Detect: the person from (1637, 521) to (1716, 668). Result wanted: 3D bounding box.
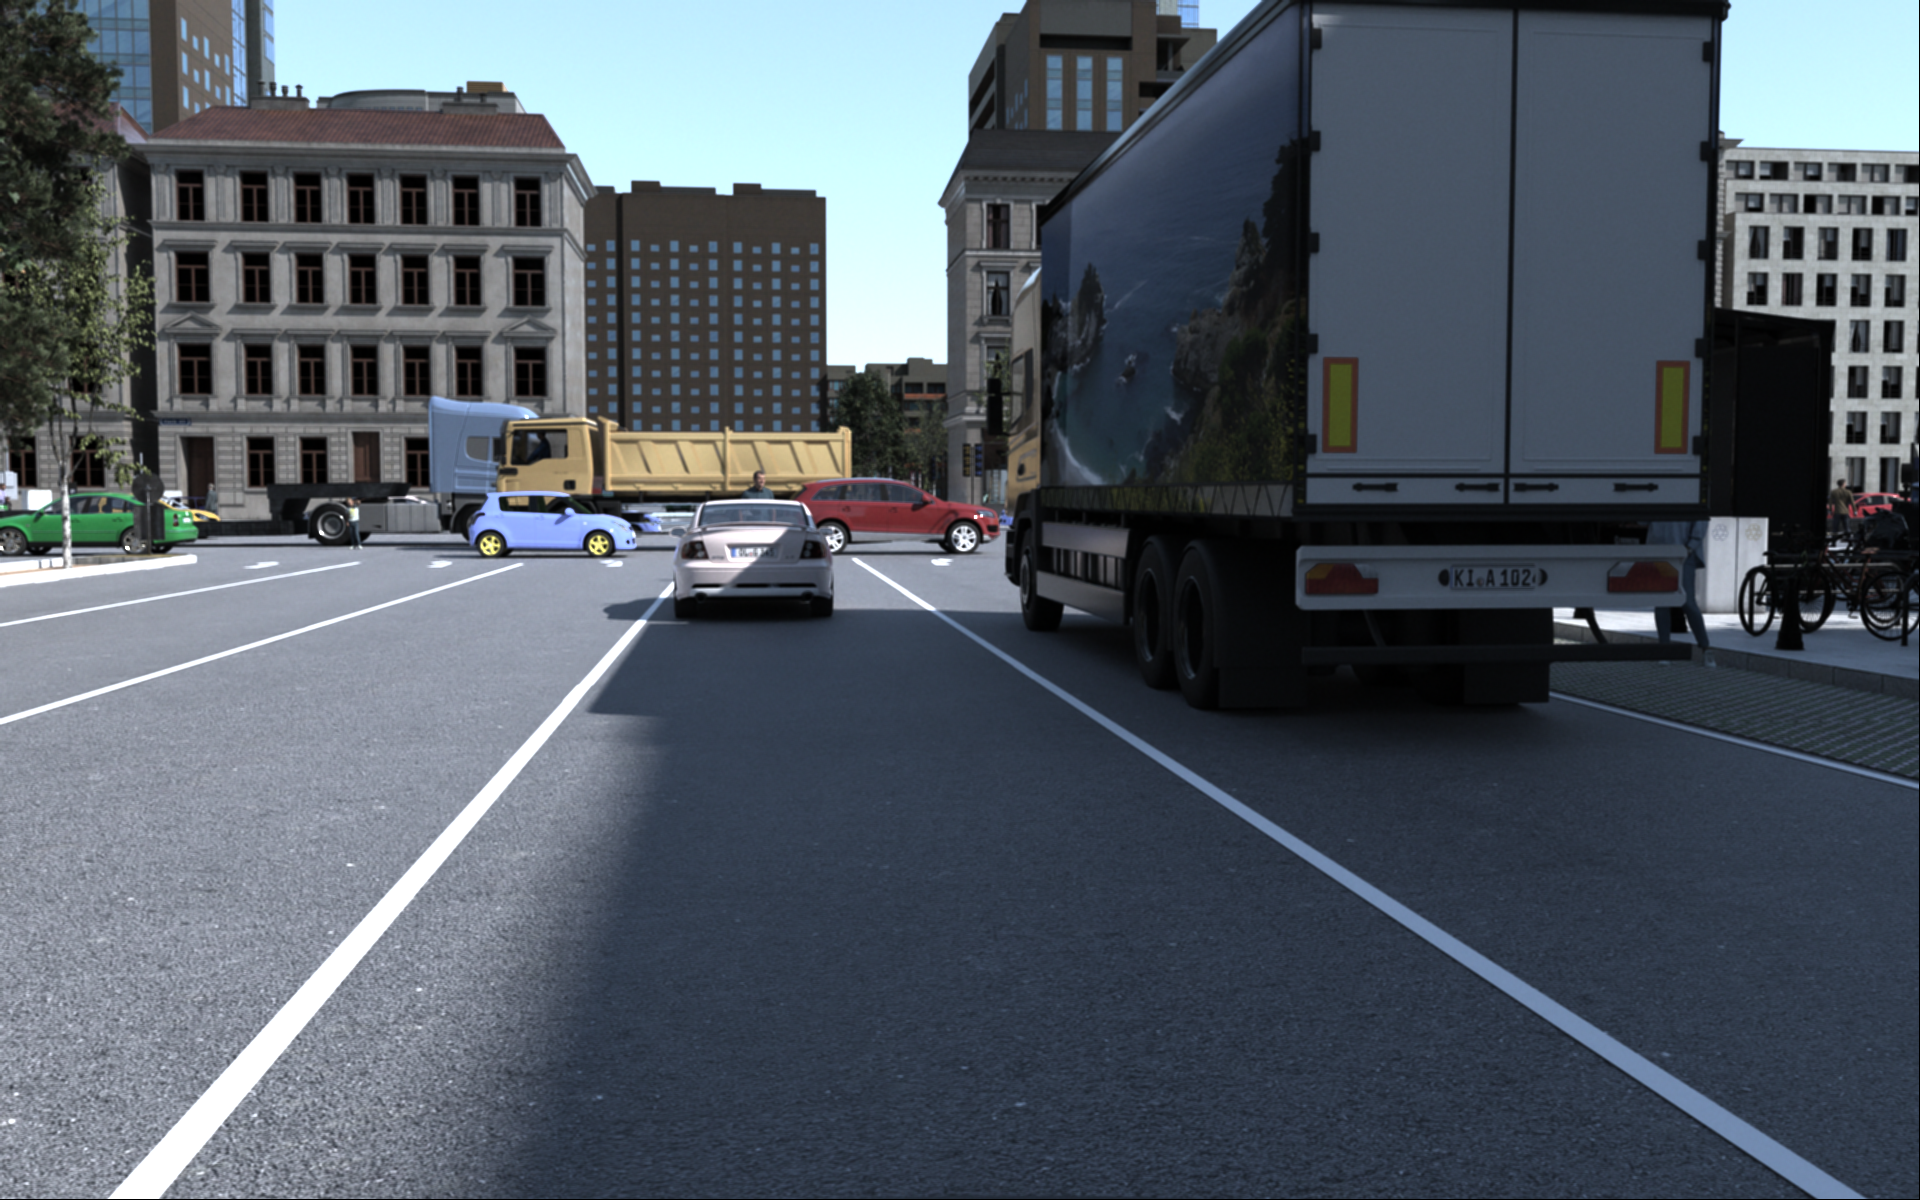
[{"bbox_3d":[5.962,-0.344,14.393,0.793,1.790,0.793,1,4,20],"label":"person"}]

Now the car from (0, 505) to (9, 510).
[{"bbox_3d":[-37.213,-3.317,63.032,4.718,1.807,1.959,0,4,-6],"label":"car"}]

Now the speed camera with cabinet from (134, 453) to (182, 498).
[{"bbox_3d":[-38.732,-5.463,83.663,2.038,3.252,0.660,-1,4,-13],"label":"speed camera with cabinet"}]

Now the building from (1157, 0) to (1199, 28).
[{"bbox_3d":[24.117,-57.997,260.921,31.000,86.520,22.319,0,4,-7],"label":"building"}]

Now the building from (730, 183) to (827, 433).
[{"bbox_3d":[-26.825,-36.846,252.543,14.200,45.320,14.600,0,4,-7],"label":"building"}]

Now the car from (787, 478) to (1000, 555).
[{"bbox_3d":[-1.675,-2.018,41.661,5.304,1.827,2.281,-1,4,-8],"label":"car"}]

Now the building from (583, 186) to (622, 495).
[{"bbox_3d":[-55.056,-36.656,249.443,14.200,45.320,14.600,0,4,-7],"label":"building"}]

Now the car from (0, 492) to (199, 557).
[{"bbox_3d":[-20.441,-1.943,40.557,4.718,1.807,1.959,0,4,-7],"label":"car"}]

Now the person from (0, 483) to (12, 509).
[{"bbox_3d":[-36.812,-3.572,66.769,0.599,1.838,0.709,0,4,0],"label":"person"}]

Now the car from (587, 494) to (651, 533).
[{"bbox_3d":[-13.056,-3.250,64.939,4.920,1.459,2.131,-1,4,-8],"label":"car"}]

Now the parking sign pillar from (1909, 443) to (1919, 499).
[{"bbox_3d":[50.436,-6.285,91.237,1.447,3.967,1.447,3,5,43],"label":"parking sign pillar"}]

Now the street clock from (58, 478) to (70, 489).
[{"bbox_3d":[-41.046,-4.576,79.391,0.471,2.002,0.358,1,4,10],"label":"street clock"}]

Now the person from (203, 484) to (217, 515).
[{"bbox_3d":[-26.883,-3.260,61.973,0.590,1.801,0.661,0,4,6],"label":"person"}]

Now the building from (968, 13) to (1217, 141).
[{"bbox_3d":[12.689,-33.621,173.404,21.300,48.544,21.600,0,4,-7],"label":"building"}]

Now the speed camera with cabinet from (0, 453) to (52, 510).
[{"bbox_3d":[-38.576,-4.708,71.309,0.660,3.252,2.038,2,4,35],"label":"speed camera with cabinet"}]

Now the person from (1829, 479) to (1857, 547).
[{"bbox_3d":[23.631,-2.321,46.352,0.656,1.842,0.836,-1,4,-11],"label":"person"}]

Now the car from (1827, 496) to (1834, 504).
[{"bbox_3d":[36.583,-3.834,75.264,3.894,1.354,1.945,0,4,-6],"label":"car"}]

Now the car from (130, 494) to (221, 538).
[{"bbox_3d":[-25.674,-2.755,55.274,3.980,1.641,2.015,0,4,-7],"label":"car"}]

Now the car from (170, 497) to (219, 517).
[{"bbox_3d":[-29.963,-3.314,66.764,1.945,1.354,3.894,0,4,-7],"label":"car"}]

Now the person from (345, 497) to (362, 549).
[{"bbox_3d":[-15.804,-2.004,45.169,0.435,1.345,0.340,0,4,-7],"label":"person"}]

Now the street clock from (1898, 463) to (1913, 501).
[{"bbox_3d":[22.345,-2.223,40.924,0.358,2.002,0.471,2,4,25],"label":"street clock"}]

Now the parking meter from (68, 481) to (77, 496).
[{"bbox_3d":[-40.407,-4.473,78.852,0.399,1.863,0.255,-2,4,-28],"label":"parking meter"}]

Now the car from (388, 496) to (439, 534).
[{"bbox_3d":[-20.664,-3.106,63.137,4.827,1.381,2.083,0,4,-5],"label":"car"}]

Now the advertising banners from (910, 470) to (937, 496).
[{"bbox_3d":[-2.685,-7.925,125.766,2.074,3.025,0.090,1,4,17],"label":"advertising banners"}]

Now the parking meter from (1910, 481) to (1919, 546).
[{"bbox_3d":[18.596,-1.535,33.515,0.372,1.533,0.369,0,3,0],"label":"parking meter"}]

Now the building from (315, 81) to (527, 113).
[{"bbox_3d":[-76.457,-43.267,249.419,28.212,58.520,21.231,0,4,-7],"label":"building"}]

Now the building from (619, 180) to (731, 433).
[{"bbox_3d":[-40.887,-36.724,250.548,14.200,45.320,14.600,0,4,-7],"label":"building"}]

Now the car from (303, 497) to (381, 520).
[{"bbox_3d":[-22.917,-3.334,66.511,4.499,1.417,2.014,0,4,-6],"label":"car"}]

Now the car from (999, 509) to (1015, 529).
[{"bbox_3d":[3.417,-3.698,70.046,3.694,1.707,1.945,0,4,-8],"label":"car"}]

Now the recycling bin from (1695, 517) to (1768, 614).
[{"bbox_3d":[8.274,-0.386,18.863,0.722,1.027,0.722,0,4,-3],"label":"recycling bin"}]

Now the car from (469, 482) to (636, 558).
[{"bbox_3d":[-9.266,-1.827,39.468,3.694,1.707,1.945,0,4,-6],"label":"car"}]

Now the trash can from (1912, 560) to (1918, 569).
[{"bbox_3d":[16.350,-1.101,29.663,0.748,1.137,0.748,0,3,0],"label":"trash can"}]

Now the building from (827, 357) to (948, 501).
[{"bbox_3d":[-6.131,-25.485,261.715,28.899,21.520,27.650,0,4,-7],"label":"building"}]

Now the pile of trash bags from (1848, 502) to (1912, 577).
[{"bbox_3d":[15.593,-1.041,26.771,3.447,1.369,1.912,2,4,35],"label":"pile of trash bags"}]

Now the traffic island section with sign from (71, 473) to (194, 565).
[{"bbox_3d":[-17.007,-1.695,35.846,2.006,1.907,1.989,0,4,-7],"label":"traffic island section with sign"}]

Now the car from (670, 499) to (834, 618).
[{"bbox_3d":[-2.577,-0.562,21.545,2.083,1.381,4.827,0,4,-7],"label":"car"}]

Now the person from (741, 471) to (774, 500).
[{"bbox_3d":[-3.292,-1.187,28.040,0.598,1.807,0.434,0,4,-1],"label":"person"}]

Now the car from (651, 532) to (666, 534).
[{"bbox_3d":[-9.352,-3.299,62.611,5.304,1.827,2.281,0,4,-6],"label":"car"}]

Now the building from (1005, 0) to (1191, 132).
[{"bbox_3d":[11.869,-30.905,155.412,14.600,45.320,14.200,0,4,-7],"label":"building"}]

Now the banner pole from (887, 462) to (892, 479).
[{"bbox_3d":[-5.476,-8.822,134.250,0.401,3.779,0.863,-3,4,-36],"label":"banner pole"}]

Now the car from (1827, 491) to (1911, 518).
[{"bbox_3d":[34.771,-3.541,66.937,4.494,1.783,2.155,0,4,-7],"label":"car"}]
